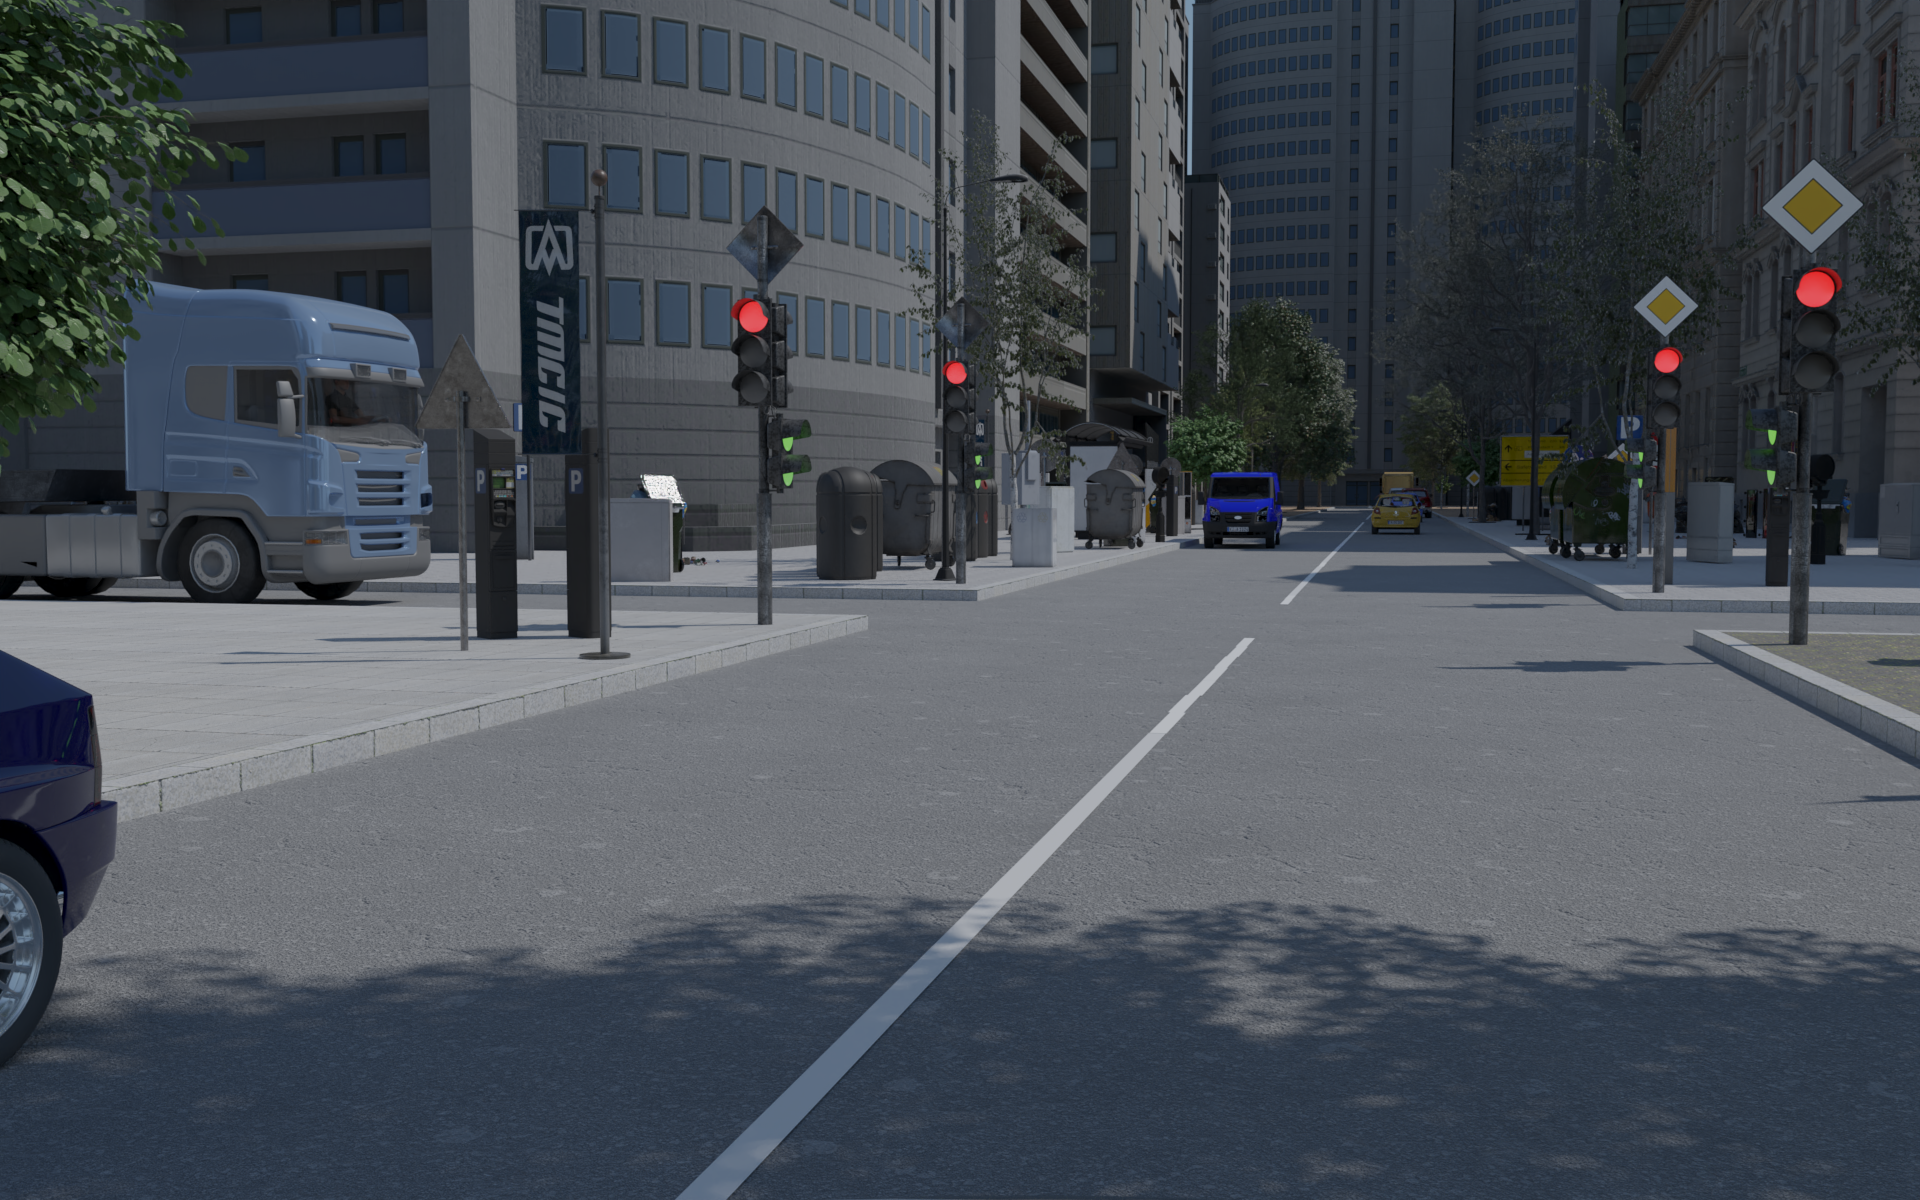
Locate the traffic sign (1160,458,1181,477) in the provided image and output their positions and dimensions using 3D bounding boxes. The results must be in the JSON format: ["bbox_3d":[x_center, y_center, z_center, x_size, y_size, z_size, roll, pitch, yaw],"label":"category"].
[{"bbox_3d":[7.328,-3.689,60.426,0.768,2.556,0.104,1,4,21],"label":"traffic sign"}]

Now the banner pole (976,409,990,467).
[{"bbox_3d":[0.679,-3.735,51.077,0.401,3.779,0.863,2,4,35],"label":"banner pole"}]

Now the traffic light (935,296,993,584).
[{"bbox_3d":[0.030,-2.186,24.655,0.839,4.253,0.868,1,4,14],"label":"traffic light"}]

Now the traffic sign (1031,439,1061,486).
[{"bbox_3d":[1.932,-2.433,39.889,0.768,2.556,0.104,1,4,16],"label":"traffic sign"}]

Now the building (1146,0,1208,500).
[{"bbox_3d":[9.349,-42.782,137.744,20.563,71.187,20.611,1,4,14],"label":"building"}]

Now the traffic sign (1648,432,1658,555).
[{"bbox_3d":[14.607,-2.238,36.588,0.884,2.594,0.081,1,4,14],"label":"traffic sign"}]

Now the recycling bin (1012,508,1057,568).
[{"bbox_3d":[1.317,-1.103,30.593,0.722,1.027,0.722,1,4,9],"label":"recycling bin"}]

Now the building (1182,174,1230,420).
[{"bbox_3d":[17.561,-23.747,159.972,14.107,30.474,14.160,1,4,14],"label":"building"}]

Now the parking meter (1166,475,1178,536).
[{"bbox_3d":[6.437,-2.864,52.533,0.255,1.863,0.399,2,4,30],"label":"parking meter"}]

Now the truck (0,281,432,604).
[{"bbox_3d":[-15.638,-2.110,24.261,18.799,4.110,2.967,1,4,16],"label":"truck"}]

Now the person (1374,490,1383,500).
[{"bbox_3d":[34.940,-8.240,143.938,1.217,1.736,0.721,-1,4,-18],"label":"person"}]

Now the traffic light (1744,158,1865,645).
[{"bbox_3d":[7.139,-1.575,14.679,0.839,4.253,0.868,1,4,14],"label":"traffic light"}]

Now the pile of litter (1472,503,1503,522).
[{"bbox_3d":[24.817,-4.127,81.447,1.176,0.858,1.719,-1,4,-8],"label":"pile of litter"}]

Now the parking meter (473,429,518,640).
[{"bbox_3d":[-4.127,-0.592,15.398,0.255,1.863,0.399,-3,4,-39],"label":"parking meter"}]

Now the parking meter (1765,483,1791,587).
[{"bbox_3d":[11.364,-1.122,24.053,0.255,1.863,0.399,1,4,19],"label":"parking meter"}]

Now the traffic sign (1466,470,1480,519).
[{"bbox_3d":[24.619,-5.002,82.975,0.795,2.450,0.064,1,4,18],"label":"traffic sign"}]

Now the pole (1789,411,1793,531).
[{"bbox_3d":[20.347,-2.984,42.632,0.158,3.312,0.155,0,3,0],"label":"pole"}]

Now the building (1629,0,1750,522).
[{"bbox_3d":[38.790,-17.268,79.587,12.463,27.353,25.104,1,4,14],"label":"building"}]

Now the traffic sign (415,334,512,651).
[{"bbox_3d":[-4.060,-0.863,14.116,0.884,2.594,0.081,1,4,16],"label":"traffic sign"}]

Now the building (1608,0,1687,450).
[{"bbox_3d":[44.719,-20.061,99.697,14.160,30.474,14.107,1,4,14],"label":"building"}]

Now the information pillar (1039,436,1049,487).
[{"bbox_3d":[3.339,-4.725,68.602,0.504,3.616,0.183,3,5,40],"label":"information pillar"}]

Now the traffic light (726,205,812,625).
[{"bbox_3d":[-1.901,-1.712,16.906,0.839,4.253,0.868,1,4,14],"label":"traffic light"}]

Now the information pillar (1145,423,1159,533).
[{"bbox_3d":[6.335,-4.035,57.323,0.504,3.616,0.183,-2,4,-27],"label":"information pillar"}]

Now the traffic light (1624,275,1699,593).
[{"bbox_3d":[9.070,-2.049,22.428,0.839,4.253,0.868,1,4,14],"label":"traffic light"}]

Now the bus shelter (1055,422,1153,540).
[{"bbox_3d":[4.330,-3.504,51.210,2.014,3.302,5.546,1,4,14],"label":"bus shelter"}]

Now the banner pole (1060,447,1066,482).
[{"bbox_3d":[4.758,-5.574,81.147,0.863,3.779,0.401,3,5,40],"label":"banner pole"}]

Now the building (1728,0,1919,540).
[{"bbox_3d":[33.907,-16.393,55.408,14.401,28.519,23.554,1,4,14],"label":"building"}]

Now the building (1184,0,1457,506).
[{"bbox_3d":[40.770,-40.043,196.707,28.212,58.520,21.231,1,4,14],"label":"building"}]

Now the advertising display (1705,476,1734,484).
[{"bbox_3d":[27.741,-3.555,63.339,0.974,1.923,0.123,1,4,20],"label":"advertising display"}]

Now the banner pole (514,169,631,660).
[{"bbox_3d":[-3.015,-1.434,13.471,0.863,3.779,0.401,0,4,0],"label":"banner pole"}]

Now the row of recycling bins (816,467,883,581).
[{"bbox_3d":[-1.749,-1.240,27.386,1.069,1.692,3.534,0,4,0],"label":"row of recycling bins"}]

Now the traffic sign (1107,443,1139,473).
[{"bbox_3d":[4.087,-2.680,43.829,0.884,2.594,0.081,1,4,20],"label":"traffic sign"}]

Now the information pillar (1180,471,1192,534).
[{"bbox_3d":[7.327,-3.166,56.263,0.304,2.012,0.304,-1,4,-16],"label":"information pillar"}]

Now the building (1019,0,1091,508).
[{"bbox_3d":[-5.589,-28.450,88.867,21.300,48.544,21.600,1,4,14],"label":"building"}]

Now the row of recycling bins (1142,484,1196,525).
[{"bbox_3d":[8.007,-3.961,71.878,3.534,1.692,1.069,1,4,12],"label":"row of recycling bins"}]

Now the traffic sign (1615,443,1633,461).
[{"bbox_3d":[14.906,-2.314,39.019,0.795,2.450,0.064,1,4,17],"label":"traffic sign"}]

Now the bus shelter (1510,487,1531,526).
[{"bbox_3d":[22.563,-4.521,67.847,2.014,3.302,5.546,1,4,14],"label":"bus shelter"}]

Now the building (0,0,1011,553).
[{"bbox_3d":[-11.400,-31.091,50.335,21.231,58.520,28.212,1,4,14],"label":"building"}]

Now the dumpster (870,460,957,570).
[{"bbox_3d":[-0.829,-1.483,30.004,1.264,1.857,1.865,1,4,14],"label":"dumpster"}]

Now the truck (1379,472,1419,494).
[{"bbox_3d":[38.624,-9.584,152.625,3.469,3.379,9.791,1,4,15],"label":"truck"}]

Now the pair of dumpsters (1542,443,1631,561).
[{"bbox_3d":[12.703,-1.978,34.840,1.574,2.255,4.437,1,4,14],"label":"pair of dumpsters"}]

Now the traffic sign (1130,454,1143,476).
[{"bbox_3d":[5.485,-3.399,55.688,0.768,2.556,0.104,1,4,20],"label":"traffic sign"}]

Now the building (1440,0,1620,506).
[{"bbox_3d":[68.152,-39.580,189.136,28.212,58.520,21.231,1,4,14],"label":"building"}]

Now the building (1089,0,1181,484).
[{"bbox_3d":[0.044,-32.198,115.672,28.713,52.752,27.495,1,4,14],"label":"building"}]

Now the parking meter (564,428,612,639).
[{"bbox_3d":[-3.331,-0.599,15.502,0.399,1.863,0.255,3,5,44],"label":"parking meter"}]

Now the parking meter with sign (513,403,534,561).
[{"bbox_3d":[-8.636,-2.310,34.033,0.543,3.016,1.738,-2,4,-25],"label":"parking meter with sign"}]

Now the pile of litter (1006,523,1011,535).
[{"bbox_3d":[2.219,-2.474,54.422,1.719,0.858,1.176,-1,4,-13],"label":"pile of litter"}]

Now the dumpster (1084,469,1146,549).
[{"bbox_3d":[3.646,-2.148,40.872,1.264,1.857,1.865,1,4,14],"label":"dumpster"}]

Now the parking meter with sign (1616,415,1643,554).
[{"bbox_3d":[14.576,-2.530,37.623,0.543,3.016,1.738,1,4,17],"label":"parking meter with sign"}]

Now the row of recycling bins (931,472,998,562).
[{"bbox_3d":[0.071,-1.674,34.486,1.069,1.692,3.534,1,4,10],"label":"row of recycling bins"}]

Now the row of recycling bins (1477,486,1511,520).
[{"bbox_3d":[26.583,-4.765,85.023,3.534,1.692,1.069,-3,5,-44],"label":"row of recycling bins"}]

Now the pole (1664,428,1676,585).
[{"bbox_3d":[10.024,-1.876,24.510,0.158,3.312,0.155,0,3,0],"label":"pole"}]

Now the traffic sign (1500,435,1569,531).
[{"bbox_3d":[19.858,-4.041,59.939,2.265,3.308,0.079,1,4,14],"label":"traffic sign"}]

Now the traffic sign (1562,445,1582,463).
[{"bbox_3d":[15.973,-2.736,44.841,0.768,2.556,0.104,1,4,19],"label":"traffic sign"}]
